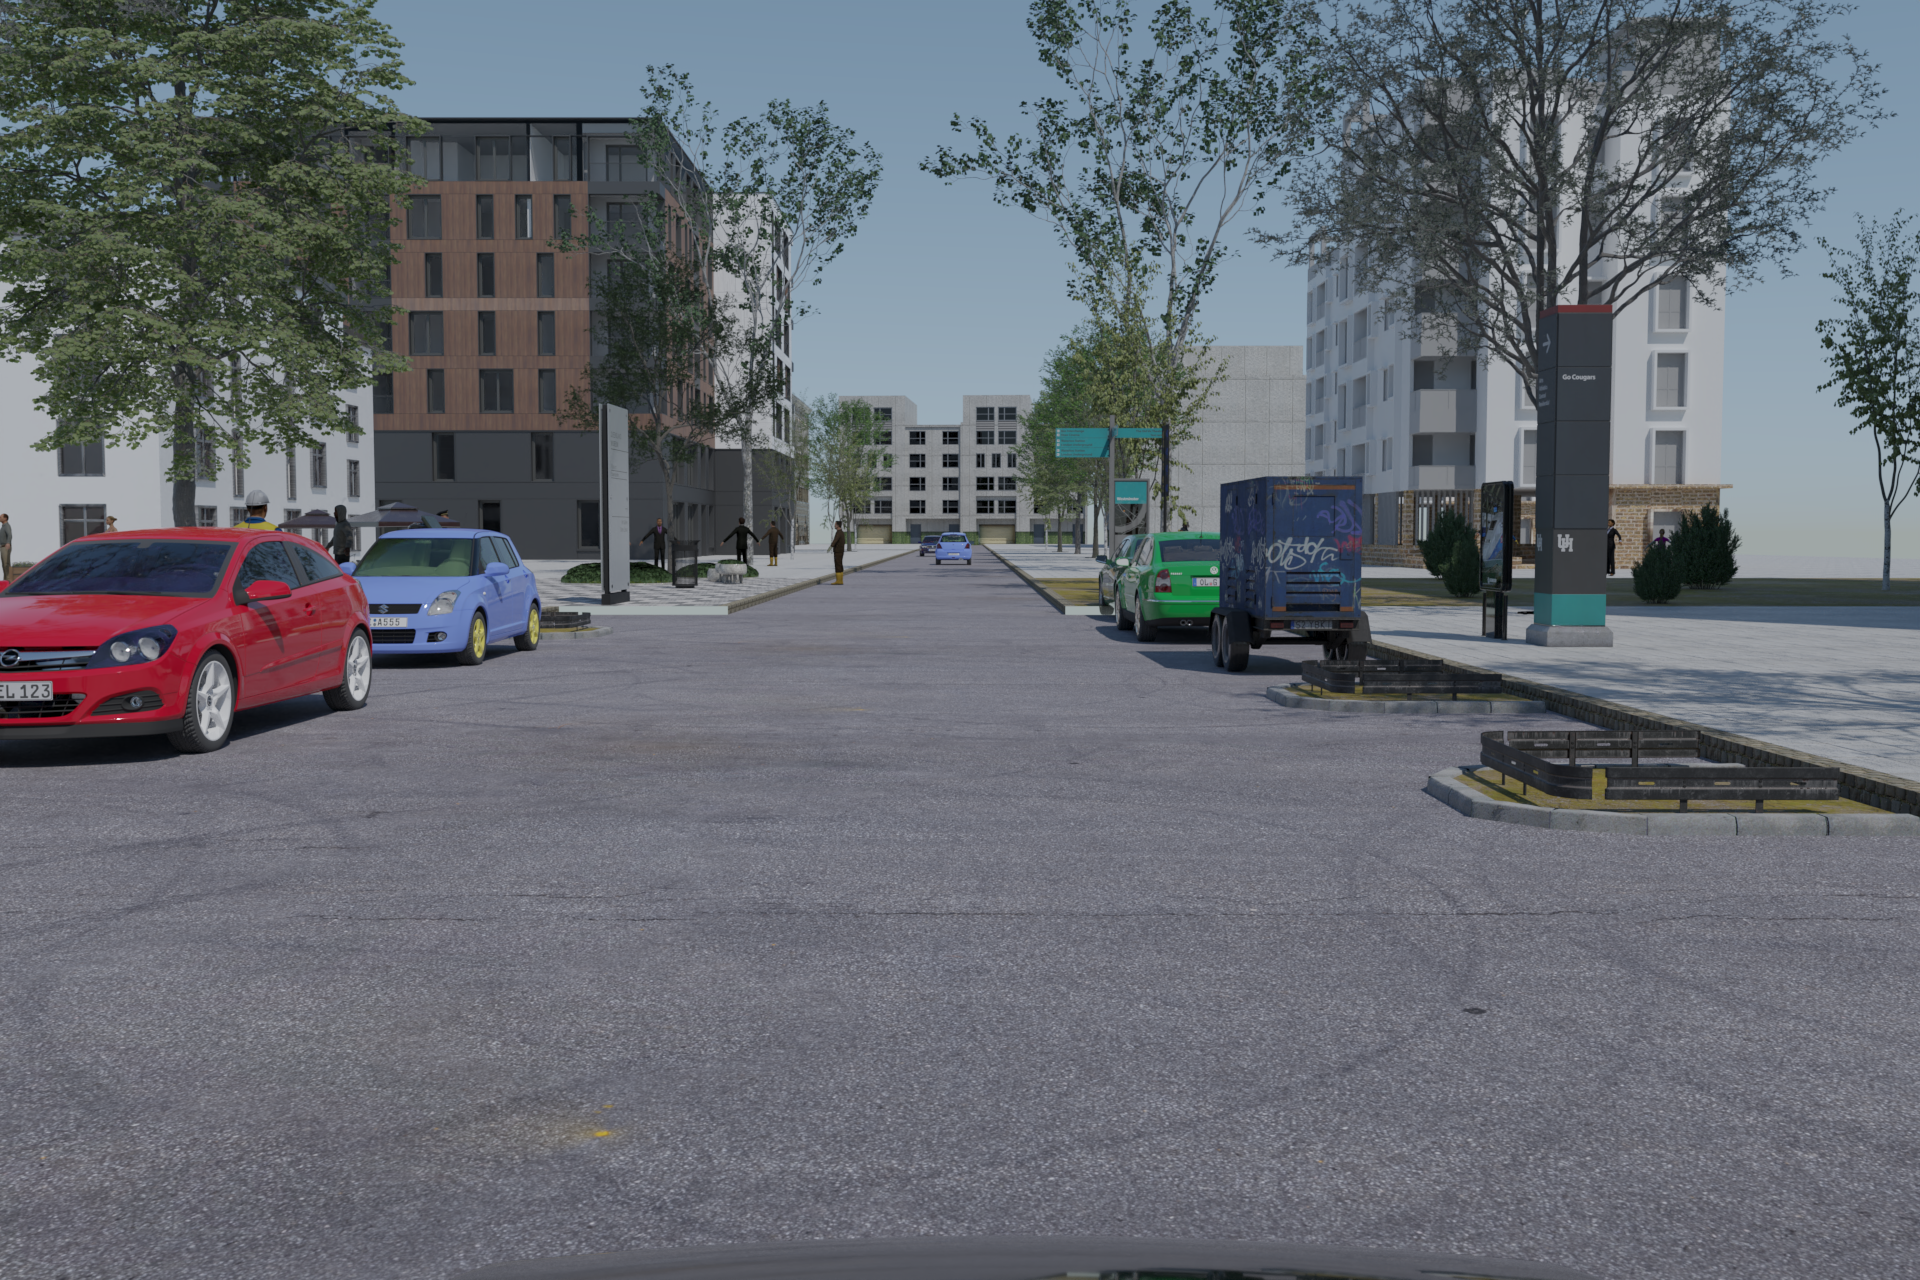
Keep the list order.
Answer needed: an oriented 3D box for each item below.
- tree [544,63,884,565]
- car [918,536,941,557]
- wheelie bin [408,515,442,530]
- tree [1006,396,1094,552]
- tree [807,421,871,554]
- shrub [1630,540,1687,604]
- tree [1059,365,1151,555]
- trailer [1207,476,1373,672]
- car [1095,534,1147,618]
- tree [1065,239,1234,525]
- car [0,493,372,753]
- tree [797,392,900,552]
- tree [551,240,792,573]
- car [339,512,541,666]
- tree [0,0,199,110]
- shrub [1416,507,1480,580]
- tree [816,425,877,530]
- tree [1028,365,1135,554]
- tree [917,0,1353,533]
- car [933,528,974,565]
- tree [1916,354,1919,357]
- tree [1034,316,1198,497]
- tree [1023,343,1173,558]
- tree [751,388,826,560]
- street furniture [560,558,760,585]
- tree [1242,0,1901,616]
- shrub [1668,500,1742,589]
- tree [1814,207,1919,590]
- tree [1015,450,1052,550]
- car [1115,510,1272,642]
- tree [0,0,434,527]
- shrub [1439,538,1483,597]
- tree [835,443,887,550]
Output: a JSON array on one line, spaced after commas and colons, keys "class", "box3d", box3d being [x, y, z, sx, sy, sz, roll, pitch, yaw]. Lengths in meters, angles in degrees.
[{"class": "tree", "box3d": [-9.992, -13.178, 71.348, 12.611, 20.169, 13.585, 0, 3, 0]}, {"class": "car", "box3d": [-1.713, -6.039, 111.320, 1.945, 1.354, 3.894, 0, 4, 0]}, {"class": "wheelie bin", "box3d": [-9.071, -1.324, 29.558, 0.693, 1.594, 0.980, 0, 4, 0]}, {"class": "tree", "box3d": [7.206, -12.019, 122.265, 9.928, 11.665, 9.643, 0, 3, 0]}, {"class": "tree", "box3d": [-8.403, -9.835, 111.171, 4.360, 8.622, 3.978, 0, 3, 0]}, {"class": "shrub", "box3d": [12.902, -1.277, 32.002, 1.383, 1.207, 1.383, 0, 3, 0]}, {"class": "tree", "box3d": [6.352, -7.624, 75.015, 4.360, 8.622, 3.978, 0, 3, 0]}, {"class": "trailer", "box3d": [3.454, -0.734, 19.053, 1.471, 1.999, 3.904, 0, 4, -1]}, {"class": "car", "box3d": [3.442, -1.097, 29.739, 2.131, 1.459, 4.920, 0, 4, -1]}, {"class": "tree", "box3d": [4.430, -5.692, 43.427, 4.737, 8.622, 4.395, 0, 3, 0]}, {"class": "car", "box3d": [-5.779, -0.222, 12.663, 2.155, 1.783, 4.494, 0, 3, 0]}, {"class": "tree", "box3d": [-8.114, -12.263, 126.251, 9.928, 11.665, 9.643, 0, 3, 0]}, {"class": "tree", "box3d": [-8.919, -7.335, 54.332, 8.767, 10.594, 7.601, 1, 4, 19]}, {"class": "car", "box3d": [-6.065, -0.637, 20.001, 1.945, 1.707, 3.694, 0, 4, 0]}, {"class": "tree", "box3d": [-11.319, -6.307, 13.493, 12.009, 13.543, 11.850, 0, 3, 0]}, {"class": "shrub", "box3d": [13.714, -2.724, 48.584, 1.661, 2.075, 1.752, 0, 3, 0]}, {"class": "tree", "box3d": [-7.842, -10.278, 118.402, 4.737, 8.622, 4.395, 0, 3, 0]}, {"class": "tree", "box3d": [7.874, -11.740, 110.079, 7.486, 12.596, 7.792, 0, 3, 0]}, {"class": "tree", "box3d": [5.429, -12.254, 56.245, 12.611, 20.169, 13.585, 0, 3, 0]}, {"class": "car", "box3d": [-0.294, -4.385, 81.289, 1.945, 1.707, 3.694, 0, 4, 0]}, {"class": "tree", "box3d": [26.884, -5.802, 45.218, 4.360, 8.622, 3.978, 0, 3, 0]}, {"class": "tree", "box3d": [7.330, -9.523, 81.457, 9.928, 11.665, 9.643, 0, 3, 0]}, {"class": "tree", "box3d": [7.368, -10.143, 91.591, 9.928, 11.665, 9.643, 0, 3, 0]}, {"class": "tree", "box3d": [-8.353, -8.327, 86.502, 4.360, 8.622, 3.978, 0, 3, 0]}, {"class": "street furniture", "box3d": [-8.447, -2.003, 48.375, 5.734, 0.657, 10.072, 0, 4, -8]}, {"class": "tree", "box3d": [9.392, -7.149, 27.263, 12.009, 13.543, 11.850, 0, 3, 0]}, {"class": "shrub", "box3d": [17.383, -2.226, 40.434, 1.661, 2.075, 1.752, 0, 3, 0]}, {"class": "tree", "box3d": [21.185, -5.429, 39.131, 4.737, 8.622, 4.395, 0, 3, 0]}, {"class": "tree", "box3d": [6.571, -11.328, 135.571, 4.737, 8.622, 4.395, 0, 3, 0]}, {"class": "car", "box3d": [3.230, -0.956, 24.431, 1.959, 1.807, 4.718, 0, 4, -1]}, {"class": "tree", "box3d": [-12.072, -6.666, 27.115, 7.486, 12.596, 7.792, 0, 3, 0]}, {"class": "shrub", "box3d": [10.236, -1.470, 35.150, 1.383, 1.207, 1.383, 0, 3, 0]}, {"class": "tree", "box3d": [-8.428, -11.422, 137.118, 4.360, 8.622, 3.978, 0, 3, 0]}]
